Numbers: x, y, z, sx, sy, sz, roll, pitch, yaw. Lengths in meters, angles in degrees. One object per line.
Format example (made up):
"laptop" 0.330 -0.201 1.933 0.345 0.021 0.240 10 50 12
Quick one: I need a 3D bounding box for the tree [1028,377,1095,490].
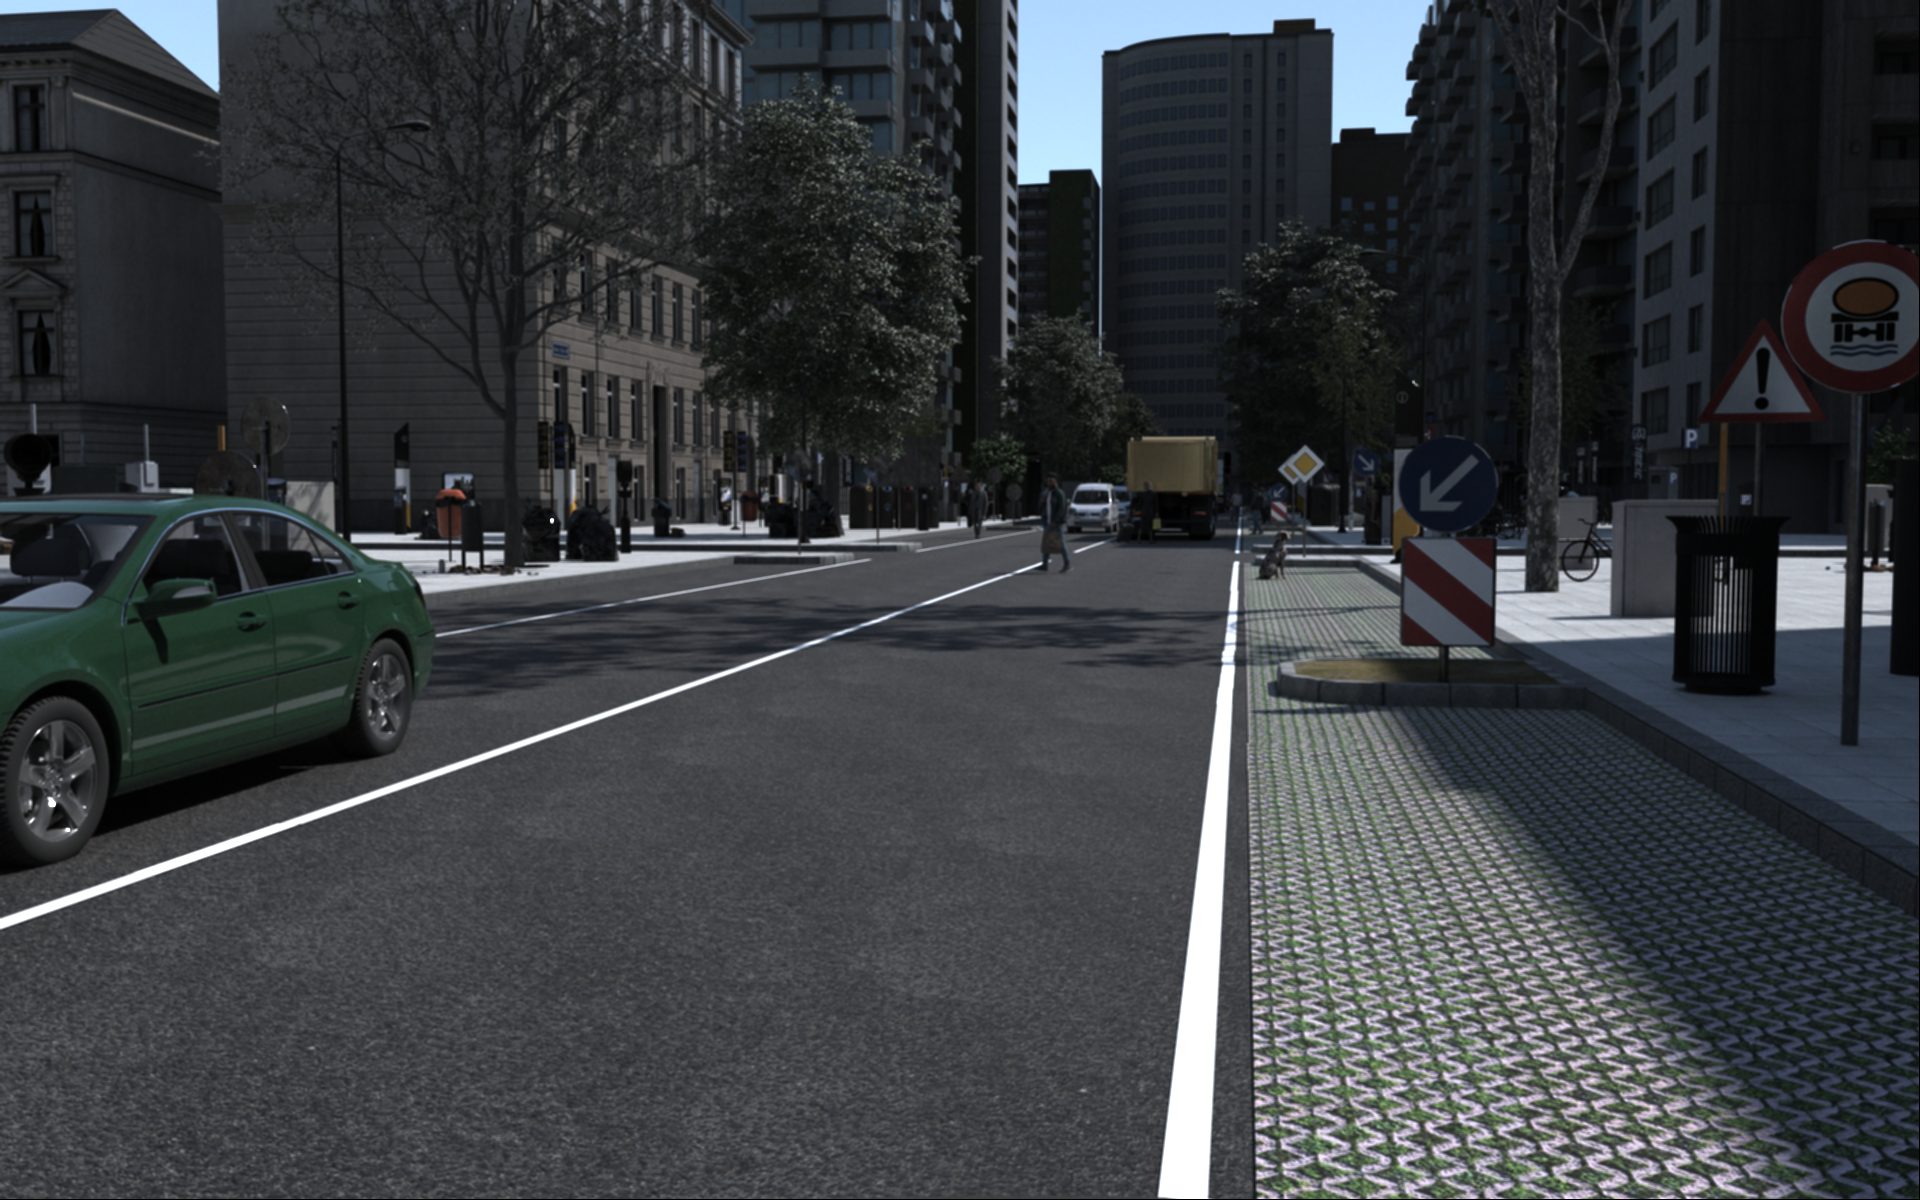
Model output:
"tree" 6.333 -9.761 109.948 4.360 8.622 3.978 0 3 0

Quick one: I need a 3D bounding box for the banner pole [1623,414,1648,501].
"banner pole" 21.127 -3.937 54.382 0.863 3.779 0.401 1 4 19

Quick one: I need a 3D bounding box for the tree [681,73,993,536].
"tree" -3.932 -8.957 53.107 9.857 13.997 8.962 0 3 0

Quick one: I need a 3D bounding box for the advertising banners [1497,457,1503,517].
"advertising banners" 25.516 -5.254 82.091 0.090 3.025 2.074 0 4 8

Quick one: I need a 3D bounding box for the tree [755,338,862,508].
"tree" -7.253 -7.748 77.045 4.360 8.622 3.978 0 3 0

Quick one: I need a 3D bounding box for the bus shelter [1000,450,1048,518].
"bus shelter" 3.625 -6.356 95.199 1.731 3.624 6.357 1 4 9

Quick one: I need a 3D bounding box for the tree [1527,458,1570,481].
"tree" 25.431 -4.924 75.110 1.663 3.219 1.824 0 3 0

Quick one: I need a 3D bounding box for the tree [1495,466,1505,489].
"tree" 30.067 -6.312 97.805 1.663 3.219 1.824 0 3 0

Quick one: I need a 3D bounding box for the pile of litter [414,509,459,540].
"pile of litter" -14.788 -2.138 48.916 1.176 0.858 1.719 -2 4 -25

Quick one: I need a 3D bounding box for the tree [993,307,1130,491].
"tree" 6.603 -12.891 117.416 9.857 13.997 8.962 0 3 0

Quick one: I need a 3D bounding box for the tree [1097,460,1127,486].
"tree" 14.324 -10.927 162.373 4.285 4.588 4.351 0 3 0

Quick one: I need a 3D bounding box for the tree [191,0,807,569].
"tree" -7.930 -7.304 29.792 12.009 13.543 11.850 0 3 0

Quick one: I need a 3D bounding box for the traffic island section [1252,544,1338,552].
"traffic island section" 8.267 -1.262 42.917 2.009 0.180 2.903 1 4 9

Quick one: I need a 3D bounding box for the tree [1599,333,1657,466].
"tree" 30.822 -7.755 77.163 4.360 8.622 3.978 0 3 0

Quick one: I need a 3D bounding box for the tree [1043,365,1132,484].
"tree" 9.863 -12.829 135.502 9.928 11.665 9.643 0 3 0

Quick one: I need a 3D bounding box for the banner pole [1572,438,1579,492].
"banner pole" 27.598 -5.345 77.407 0.863 3.779 0.401 -1 4 -17

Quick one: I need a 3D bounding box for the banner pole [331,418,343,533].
"banner pole" -20.352 -4.074 56.627 0.401 3.779 0.863 0 4 3

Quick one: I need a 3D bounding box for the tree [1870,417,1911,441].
"tree" 23.448 -2.997 43.608 1.663 3.219 1.824 0 3 0

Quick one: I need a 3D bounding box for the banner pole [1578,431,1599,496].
"banner pole" 25.132 -4.822 68.857 0.401 3.779 0.863 -1 4 -13

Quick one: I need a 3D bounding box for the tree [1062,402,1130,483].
"tree" 11.655 -13.256 151.145 7.601 10.594 8.767 2 4 27

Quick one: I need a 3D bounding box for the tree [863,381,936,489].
"tree" -4.263 -8.191 84.278 4.360 8.622 3.978 0 3 0

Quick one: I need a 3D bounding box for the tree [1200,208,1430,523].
"tree" 15.910 -10.432 77.226 9.857 13.997 8.962 0 3 0

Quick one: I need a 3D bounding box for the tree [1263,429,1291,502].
"tree" 30.338 -13.096 164.480 4.360 8.622 3.978 0 3 0

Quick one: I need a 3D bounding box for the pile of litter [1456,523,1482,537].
"pile of litter" 8.625 -0.993 30.194 1.176 0.858 1.719 1 4 16

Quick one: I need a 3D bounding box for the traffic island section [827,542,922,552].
"traffic island section" -2.137 -1.366 44.612 2.009 0.180 2.903 1 4 9

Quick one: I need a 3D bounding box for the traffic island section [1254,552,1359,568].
"traffic island section" 6.982 -0.780 35.036 2.009 0.180 2.903 1 4 9

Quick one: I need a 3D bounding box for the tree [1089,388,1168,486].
"tree" 18.324 -16.555 187.678 9.611 12.733 9.660 0 3 0

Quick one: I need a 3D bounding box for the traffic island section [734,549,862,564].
"traffic island section" -3.422 -0.884 36.731 2.009 0.180 2.903 1 4 9

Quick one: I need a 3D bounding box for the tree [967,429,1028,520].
"tree" 1.972 -6.336 87.304 4.285 4.588 4.351 0 3 0

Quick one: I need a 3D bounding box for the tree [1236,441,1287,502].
"tree" 34.893 -16.744 190.766 9.611 12.733 9.660 0 3 0

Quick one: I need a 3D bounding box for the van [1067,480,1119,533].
"van" 4.969 -3.519 64.540 2.013 2.044 4.112 1 4 10

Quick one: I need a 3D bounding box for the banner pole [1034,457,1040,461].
"banner pole" 4.714 -7.131 106.608 0.401 3.779 0.863 2 4 32

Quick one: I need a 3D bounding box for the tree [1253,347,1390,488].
"tree" 20.854 -10.212 101.374 8.767 10.594 7.601 1 4 13

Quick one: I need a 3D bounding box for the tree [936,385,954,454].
"tree" -2.498 -9.697 108.907 4.360 8.622 3.978 0 3 0

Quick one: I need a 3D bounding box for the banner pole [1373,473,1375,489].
"banner pole" 25.304 -7.088 105.909 0.401 3.779 0.863 0 4 5

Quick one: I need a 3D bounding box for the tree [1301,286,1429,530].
"tree" 14.094 -6.789 61.358 4.737 8.622 4.395 0 3 0

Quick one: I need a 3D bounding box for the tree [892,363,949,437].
"tree" -2.714 -8.725 93.016 4.737 8.622 4.395 0 3 0

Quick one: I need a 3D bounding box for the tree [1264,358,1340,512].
"tree" 24.831 -12.265 126.293 9.928 11.665 9.643 0 3 0

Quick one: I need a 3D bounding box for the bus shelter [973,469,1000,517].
"bus shelter" 2.080 -6.738 101.441 1.731 3.624 6.357 1 4 9

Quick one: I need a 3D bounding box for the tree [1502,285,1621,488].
"tree" 21.496 -6.807 61.650 4.737 8.622 4.395 0 3 0

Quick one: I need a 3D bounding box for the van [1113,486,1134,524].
"van" 7.573 -4.677 83.484 2.013 2.044 4.112 1 4 8

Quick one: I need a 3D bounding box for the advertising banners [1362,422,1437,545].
"advertising banners" 10.925 -2.869 43.088 0.090 3.025 2.074 -3 5 -43

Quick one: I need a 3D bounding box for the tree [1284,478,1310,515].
"tree" 20.661 -6.848 106.568 1.663 3.219 1.824 0 3 0

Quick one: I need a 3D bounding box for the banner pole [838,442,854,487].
"banner pole" -4.863 -5.080 73.070 0.863 3.779 0.401 0 4 -2

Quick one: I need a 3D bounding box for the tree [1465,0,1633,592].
"tree" 6.316 -10.135 21.594 12.611 20.169 13.585 0 3 0
